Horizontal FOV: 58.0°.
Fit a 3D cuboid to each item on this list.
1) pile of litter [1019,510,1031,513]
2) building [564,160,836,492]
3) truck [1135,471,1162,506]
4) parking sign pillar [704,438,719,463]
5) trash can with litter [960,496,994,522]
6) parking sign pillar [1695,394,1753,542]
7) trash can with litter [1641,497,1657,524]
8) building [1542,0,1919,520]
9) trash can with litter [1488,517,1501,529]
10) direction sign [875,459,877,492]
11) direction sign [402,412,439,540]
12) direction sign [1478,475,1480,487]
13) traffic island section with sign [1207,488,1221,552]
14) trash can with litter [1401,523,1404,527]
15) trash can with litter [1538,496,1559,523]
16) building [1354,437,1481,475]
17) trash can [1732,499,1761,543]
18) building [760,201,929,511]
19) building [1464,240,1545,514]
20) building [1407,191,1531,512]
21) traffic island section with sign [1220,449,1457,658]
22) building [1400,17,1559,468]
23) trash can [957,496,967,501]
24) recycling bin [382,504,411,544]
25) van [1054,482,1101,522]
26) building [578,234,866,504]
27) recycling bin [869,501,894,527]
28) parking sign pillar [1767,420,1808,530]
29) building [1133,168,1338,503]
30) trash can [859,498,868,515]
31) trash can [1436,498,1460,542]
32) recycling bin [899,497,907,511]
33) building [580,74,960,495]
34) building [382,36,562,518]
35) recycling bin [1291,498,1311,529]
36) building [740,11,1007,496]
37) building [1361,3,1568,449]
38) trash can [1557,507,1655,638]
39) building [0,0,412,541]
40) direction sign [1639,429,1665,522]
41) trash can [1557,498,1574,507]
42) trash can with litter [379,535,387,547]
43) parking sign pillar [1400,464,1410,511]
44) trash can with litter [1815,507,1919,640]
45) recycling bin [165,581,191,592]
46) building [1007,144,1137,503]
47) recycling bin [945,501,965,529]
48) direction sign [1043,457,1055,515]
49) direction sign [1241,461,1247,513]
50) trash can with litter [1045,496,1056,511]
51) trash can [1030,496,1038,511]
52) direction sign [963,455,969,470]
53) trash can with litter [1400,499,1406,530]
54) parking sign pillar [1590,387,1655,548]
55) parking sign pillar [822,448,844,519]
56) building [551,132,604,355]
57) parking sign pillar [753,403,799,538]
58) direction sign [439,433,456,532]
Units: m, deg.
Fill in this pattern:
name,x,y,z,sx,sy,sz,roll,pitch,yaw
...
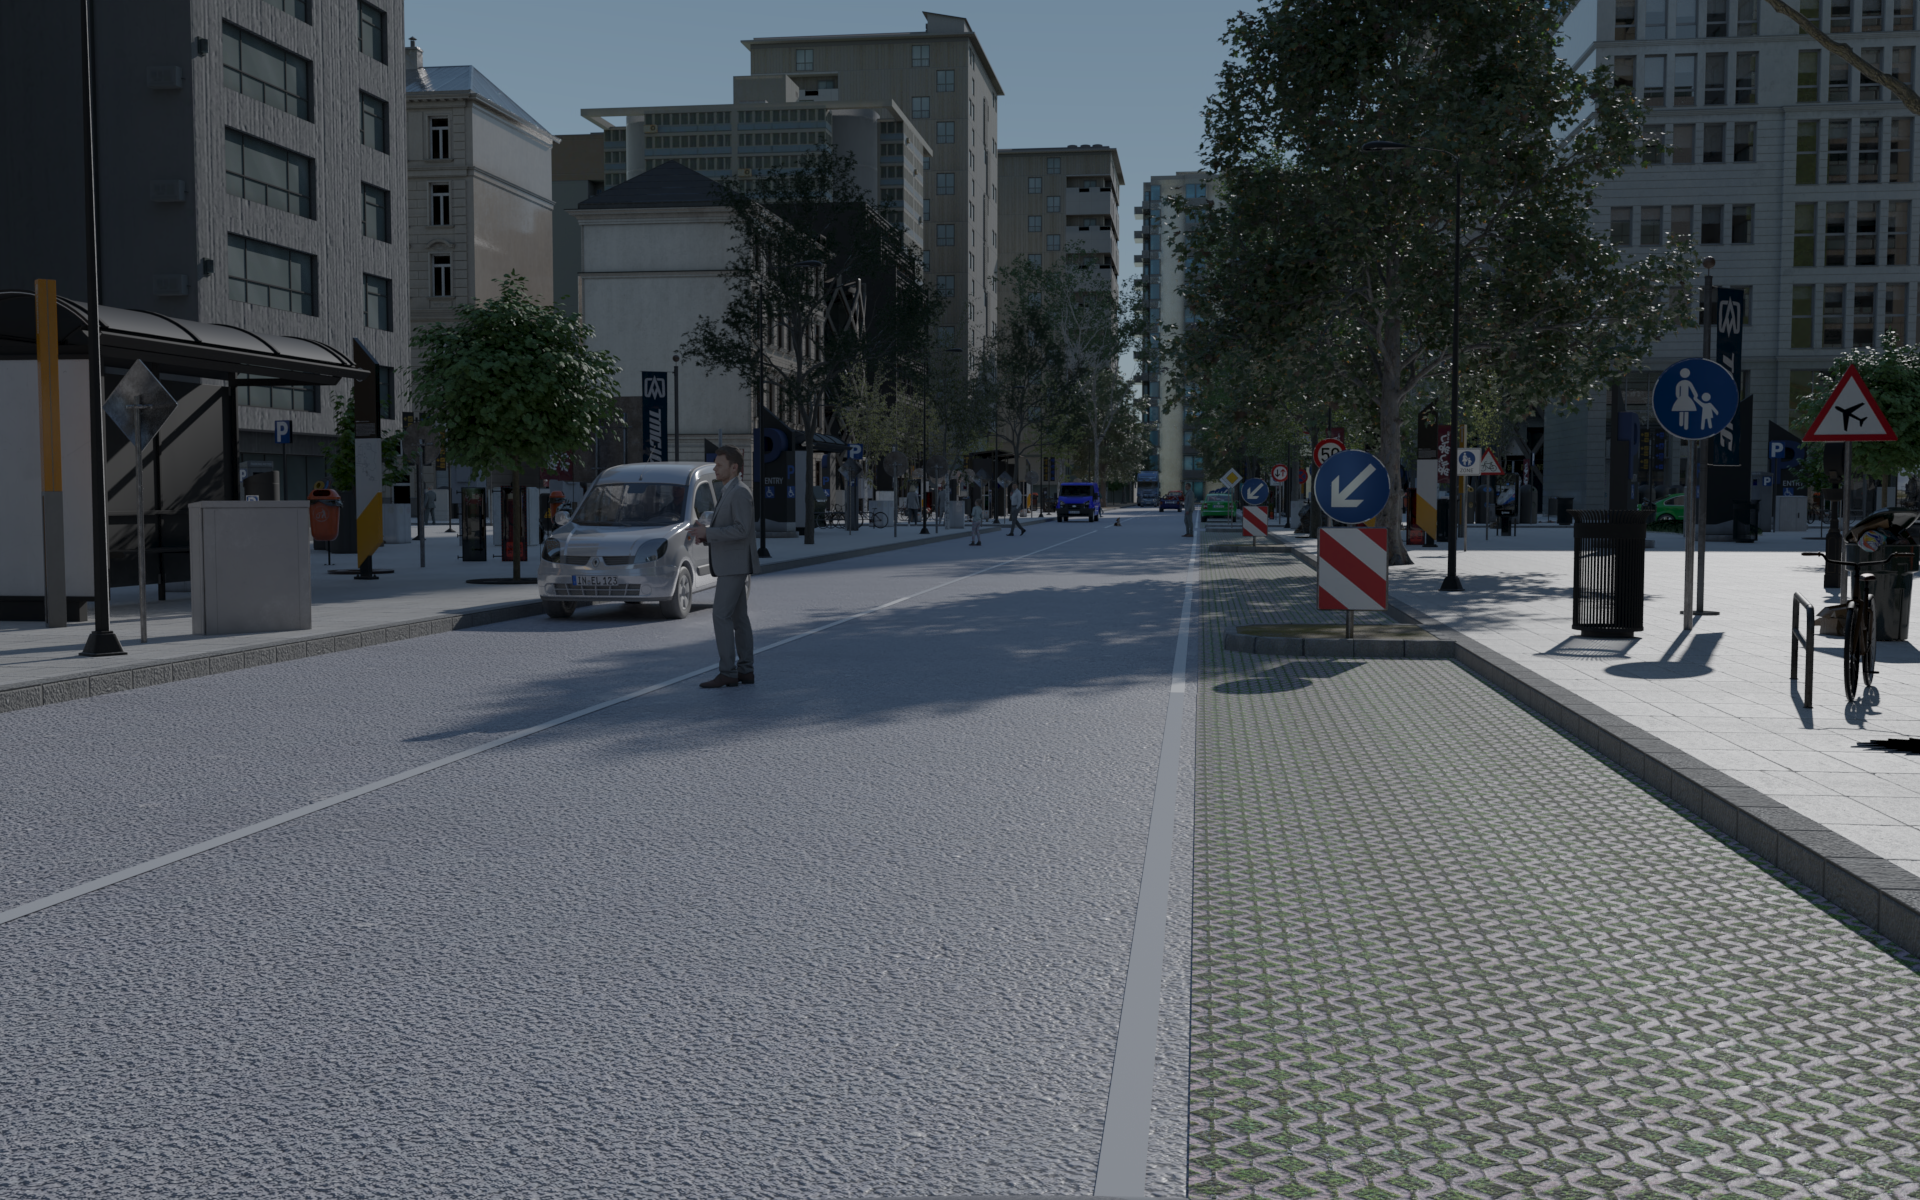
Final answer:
name,x,y,z,sx,sy,sz,roll,pitch,yaw
pile of litter,4.243,-6.297,116.925,1.176,0.858,1.719,-3,5,-43
building,-14.319,-14.421,100.408,10.561,19.102,19.286,0,4,8
truck,23.000,-13.374,208.416,2.967,4.110,18.799,1,4,9
parking sign pillar,-11.554,-5.778,82.936,1.447,3.967,1.447,-1,4,-17
trash can with litter,0.664,-4.159,79.057,2.233,1.210,1.678,-1,4,-22
parking sign pillar,20.711,-3.578,46.966,1.447,3.967,1.447,0,4,7
trash can with litter,25.280,-3.151,62.898,1.055,1.170,0.624,2,4,23
building,46.123,-18.970,87.651,29.804,29.767,11.434,0,4,8
trash can with litter,19.830,-3.207,63.816,0.624,1.170,1.055,-1,4,-16
direction sign,-4.738,-6.475,97.861,0.379,3.537,0.876,-1,4,-10
direction sign,-15.021,-3.423,47.968,0.379,3.537,0.876,3,5,40
direction sign,29.993,-6.613,100.123,0.379,3.537,0.876,1,4,13
traffic island section with sign,7.195,-2.104,43.031,1.989,1.847,2.006,0,4,8
trash can with litter,15.986,-3.246,64.462,1.055,1.170,0.624,1,4,21
trash can with litter,26.027,-4.040,77.111,2.233,1.210,1.678,-1,4,-8
building,52.436,-33.521,198.180,14.600,45.320,14.200,0,4,8
trash can,20.618,-2.067,45.452,0.748,1.137,0.748,0,3,0
building,-9.832,-18.976,139.929,12.332,23.373,15.834,0,4,8
building,42.301,-15.179,115.626,16.820,18.784,16.811,0,4,8
building,42.220,-19.358,134.528,12.078,24.808,19.932,0,4,8
traffic island section with sign,3.464,-0.456,16.086,1.989,1.847,2.006,0,4,8
building,45.688,-28.736,153.424,14.154,41.232,14.086,0,4,8
trash can,0.211,-5.935,108.683,0.748,1.137,0.748,0,3,0
recycling bin,-14.722,-1.978,44.892,0.722,1.027,0.722,1,4,12
van,6.129,-5.209,89.557,2.240,2.365,5.245,1,4,9
building,-15.107,-15.368,118.714,16.820,18.784,16.811,0,4,8
recycling bin,-3.059,-3.350,67.328,0.722,1.027,0.722,3,4,36
parking sign pillar,29.876,-4.529,62.522,1.447,3.967,1.447,1,4,16
building,41.009,-38.871,255.154,30.456,49.044,23.786,0,4,8
trash can,-5.943,-5.783,106.205,0.748,1.137,0.748,0,3,0
trash can,13.416,-2.263,48.658,0.748,1.137,0.748,0,3,0
recycling bin,-4.013,-7.070,128.141,0.722,1.027,0.722,-2,4,-33
building,-16.552,-28.924,164.793,32.217,40.220,23.993,0,4,8
building,-37.096,-18.496,99.669,25.104,27.353,12.463,0,4,8
recycling bin,12.568,-3.099,63.225,0.722,1.027,0.722,-2,4,-33
building,-10.120,-37.339,199.723,27.495,52.752,28.713,0,4,8
building,53.432,-52.672,173.863,22.319,86.520,31.000,0,4,8
trash can,5.835,-0.240,15.578,0.748,1.137,0.748,0,3,0
building,-23.601,-16.863,47.413,14.107,30.474,14.160,0,4,8
direction sign,24.129,-4.188,60.463,0.876,3.537,0.379,0,4,-3
trash can,24.869,-3.641,71.188,0.748,1.137,0.748,0,3,0
trash can with litter,-14.370,-1.862,41.830,0.624,1.170,1.055,1,4,14
parking sign pillar,33.549,-8.760,131.690,1.447,3.967,1.447,-1,4,-18
trash can with litter,8.015,-0.248,15.442,0.624,1.170,1.055,0,4,-8
recycling bin,-10.142,-0.638,22.979,0.722,1.027,0.722,0,4,-2
building,12.507,-41.064,260.639,27.495,52.752,28.713,0,4,8
recycling bin,-0.193,-3.188,64.675,0.722,1.027,0.722,0,4,2
direction sign,5.450,-6.967,105.903,0.876,3.537,0.379,3,5,41
direction sign,19.549,-7.772,119.066,0.379,3.537,0.876,2,4,28
trash can with litter,6.441,-6.776,122.179,0.624,1.170,1.055,-2,4,-29
trash can,5.515,-7.229,129.854,0.748,1.137,0.748,0,3,0
direction sign,0.632,-6.640,100.554,0.876,3.537,0.379,1,4,13
trash can with litter,15.149,-3.075,61.342,2.233,1.210,1.678,-3,5,-42
parking sign pillar,15.886,-3.238,41.409,1.447,3.967,1.447,2,4,31
parking sign pillar,-6.402,-5.872,84.473,1.447,3.967,1.447,0,4,7
building,-45.233,-34.323,211.292,14.200,45.320,14.600,0,4,8
parking sign pillar,-5.466,-3.816,50.867,1.447,3.967,1.447,2,4,34
direction sign,-17.085,-4.034,57.948,0.876,3.537,0.379,0,4,-7
